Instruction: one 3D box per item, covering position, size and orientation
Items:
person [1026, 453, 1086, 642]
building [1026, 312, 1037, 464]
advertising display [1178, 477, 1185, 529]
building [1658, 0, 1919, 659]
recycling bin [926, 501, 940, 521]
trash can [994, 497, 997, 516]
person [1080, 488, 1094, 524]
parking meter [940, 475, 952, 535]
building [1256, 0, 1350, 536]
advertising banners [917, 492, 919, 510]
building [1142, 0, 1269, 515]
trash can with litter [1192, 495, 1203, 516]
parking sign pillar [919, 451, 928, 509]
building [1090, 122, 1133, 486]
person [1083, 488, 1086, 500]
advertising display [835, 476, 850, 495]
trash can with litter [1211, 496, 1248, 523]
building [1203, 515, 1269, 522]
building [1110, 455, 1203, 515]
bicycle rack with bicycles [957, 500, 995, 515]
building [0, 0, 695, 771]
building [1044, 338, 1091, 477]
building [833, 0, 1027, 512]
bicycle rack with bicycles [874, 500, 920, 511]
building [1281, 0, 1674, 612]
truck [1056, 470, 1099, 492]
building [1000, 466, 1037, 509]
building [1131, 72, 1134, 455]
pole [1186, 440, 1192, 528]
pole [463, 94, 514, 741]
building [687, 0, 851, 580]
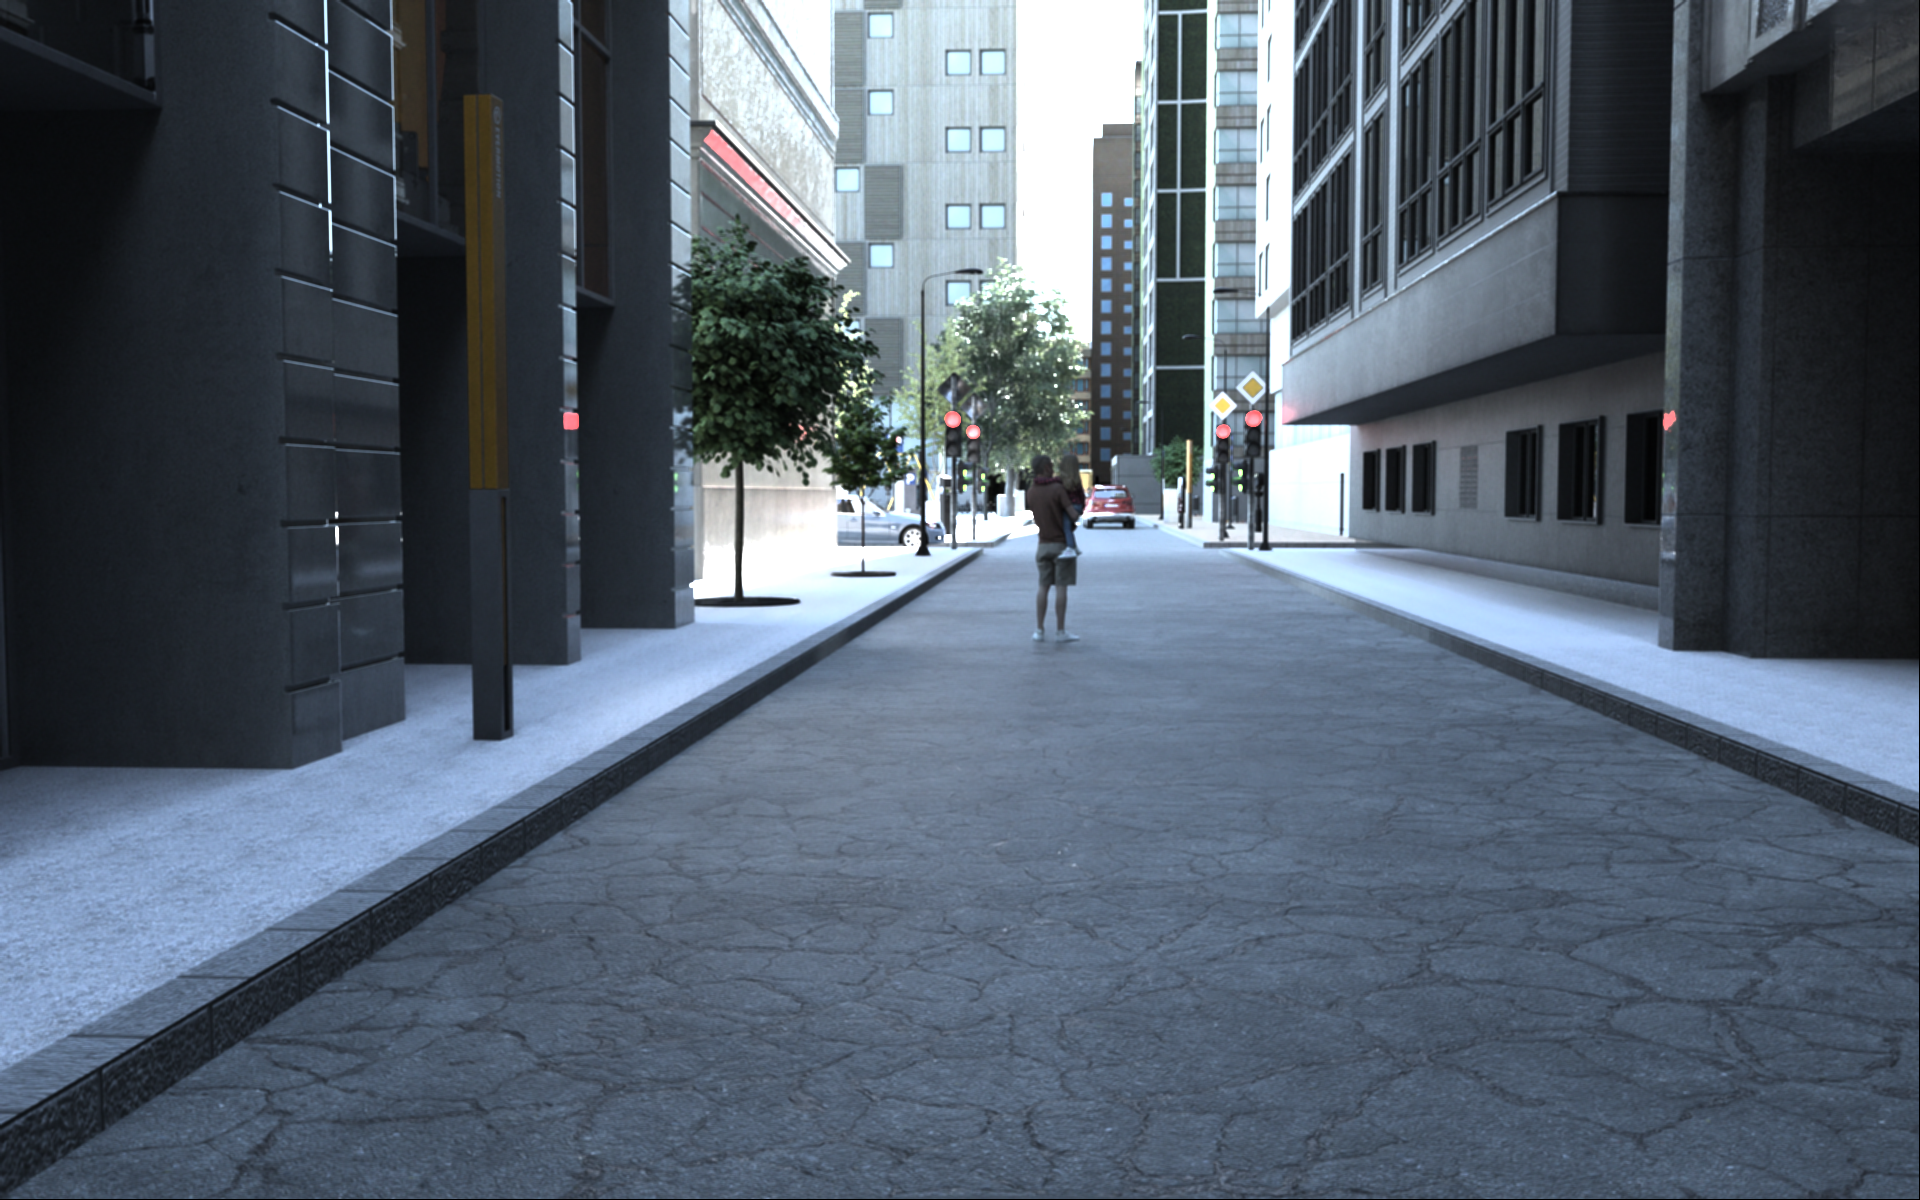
[{"bbox_3d":[0.958,-0.518,16.947,0.580,1.828,0.573,-1,4,-9],"label":"person"},{"bbox_3d":[-6.160,-20.860,186.107,28.899,21.520,27.650,0,4,4],"label":"building"},{"bbox_3d":[8.202,-3.605,64.159,0.123,1.923,0.974,0,4,-2],"label":"advertising display"},{"bbox_3d":[11.197,-11.344,3.491,12.078,24.808,19.932,0,4,4],"label":"building"},{"bbox_3d":[-0.965,-2.929,60.439,0.722,1.027,0.722,1,4,8],"label":"recycling bin"},{"bbox_3d":[2.341,-5.510,101.734,0.748,1.137,0.748,0,3,0],"label":"trash can"},{"bbox_3d":[6.045,-4.437,81.803,0.760,1.731,0.466,-3,4,-38],"label":"person"},{"bbox_3d":[-0.445,-2.937,53.724,0.255,1.863,0.399,-2,4,-28],"label":"parking meter"},{"bbox_3d":[24.455,-28.638,57.469,27.495,52.752,28.713,0,4,4],"label":"building"},{"bbox_3d":[-3.129,-7.309,115.686,2.074,3.025,0.090,3,5,43],"label":"advertising banners"},{"bbox_3d":[20.746,-27.420,131.908,14.154,41.232,14.086,0,4,4],"label":"building"},{"bbox_3d":[14.031,-5.503,101.029,2.233,1.210,1.678,2,4,30],"label":"trash can with litter"},{"bbox_3d":[-2.312,-7.337,108.433,1.447,3.967,1.447,0,4,5],"label":"parking sign pillar"},{"bbox_3d":[23.138,-34.354,211.794,14.200,45.320,14.600,0,4,4],"label":"building"},{"bbox_3d":[8.796,-6.982,122.538,0.514,1.842,0.818,-1,4,-13],"label":"person"},{"bbox_3d":[-3.532,-2.611,47.905,0.974,1.923,0.123,0,4,5],"label":"advertising display"},{"bbox_3d":[12.247,-3.993,76.335,1.678,1.210,2.233,-2,4,-32],"label":"trash can with litter"},{"bbox_3d":[18.843,-24.454,83.426,14.154,41.232,14.086,0,4,4],"label":"building"},{"bbox_3d":[20.262,-41.097,110.186,20.563,71.187,20.611,0,4,4],"label":"building"},{"bbox_3d":[0.764,-5.728,107.029,2.925,0.926,2.852,1,4,12],"label":"bicycle rack with bicycles"},{"bbox_3d":[-8.991,-13.738,2.105,11.434,29.767,29.804,0,4,4],"label":"building"},{"bbox_3d":[2.083,-22.976,220.699,28.899,21.520,27.650,0,4,4],"label":"building"},{"bbox_3d":[-8.469,-33.484,136.701,28.713,52.752,27.495,0,4,4],"label":"building"},{"bbox_3d":[-3.573,-5.387,101.462,2.852,0.926,2.925,-3,4,-37],"label":"bicycle rack with bicycles"},{"bbox_3d":[13.454,-14.225,26.091,14.314,27.812,24.014,0,4,4],"label":"building"},{"bbox_3d":[9.263,-8.674,137.744,3.469,3.379,9.791,0,4,5],"label":"truck"},{"bbox_3d":[-2.654,-44.163,160.310,20.563,71.187,20.611,0,4,4],"label":"building"},{"bbox_3d":[23.526,-29.534,166.472,14.154,41.232,14.086,0,4,4],"label":"building"},{"bbox_3d":[8.639,-4.367,65.239,0.158,3.312,0.155,0,3,0],"label":"pole"},{"bbox_3d":[-2.450,-0.927,8.996,0.158,3.312,0.155,0,3,0],"label":"pole"},{"bbox_3d":[-17.529,-12.227,33.196,30.059,22.955,16.112,0,4,4],"label":"building"}]
